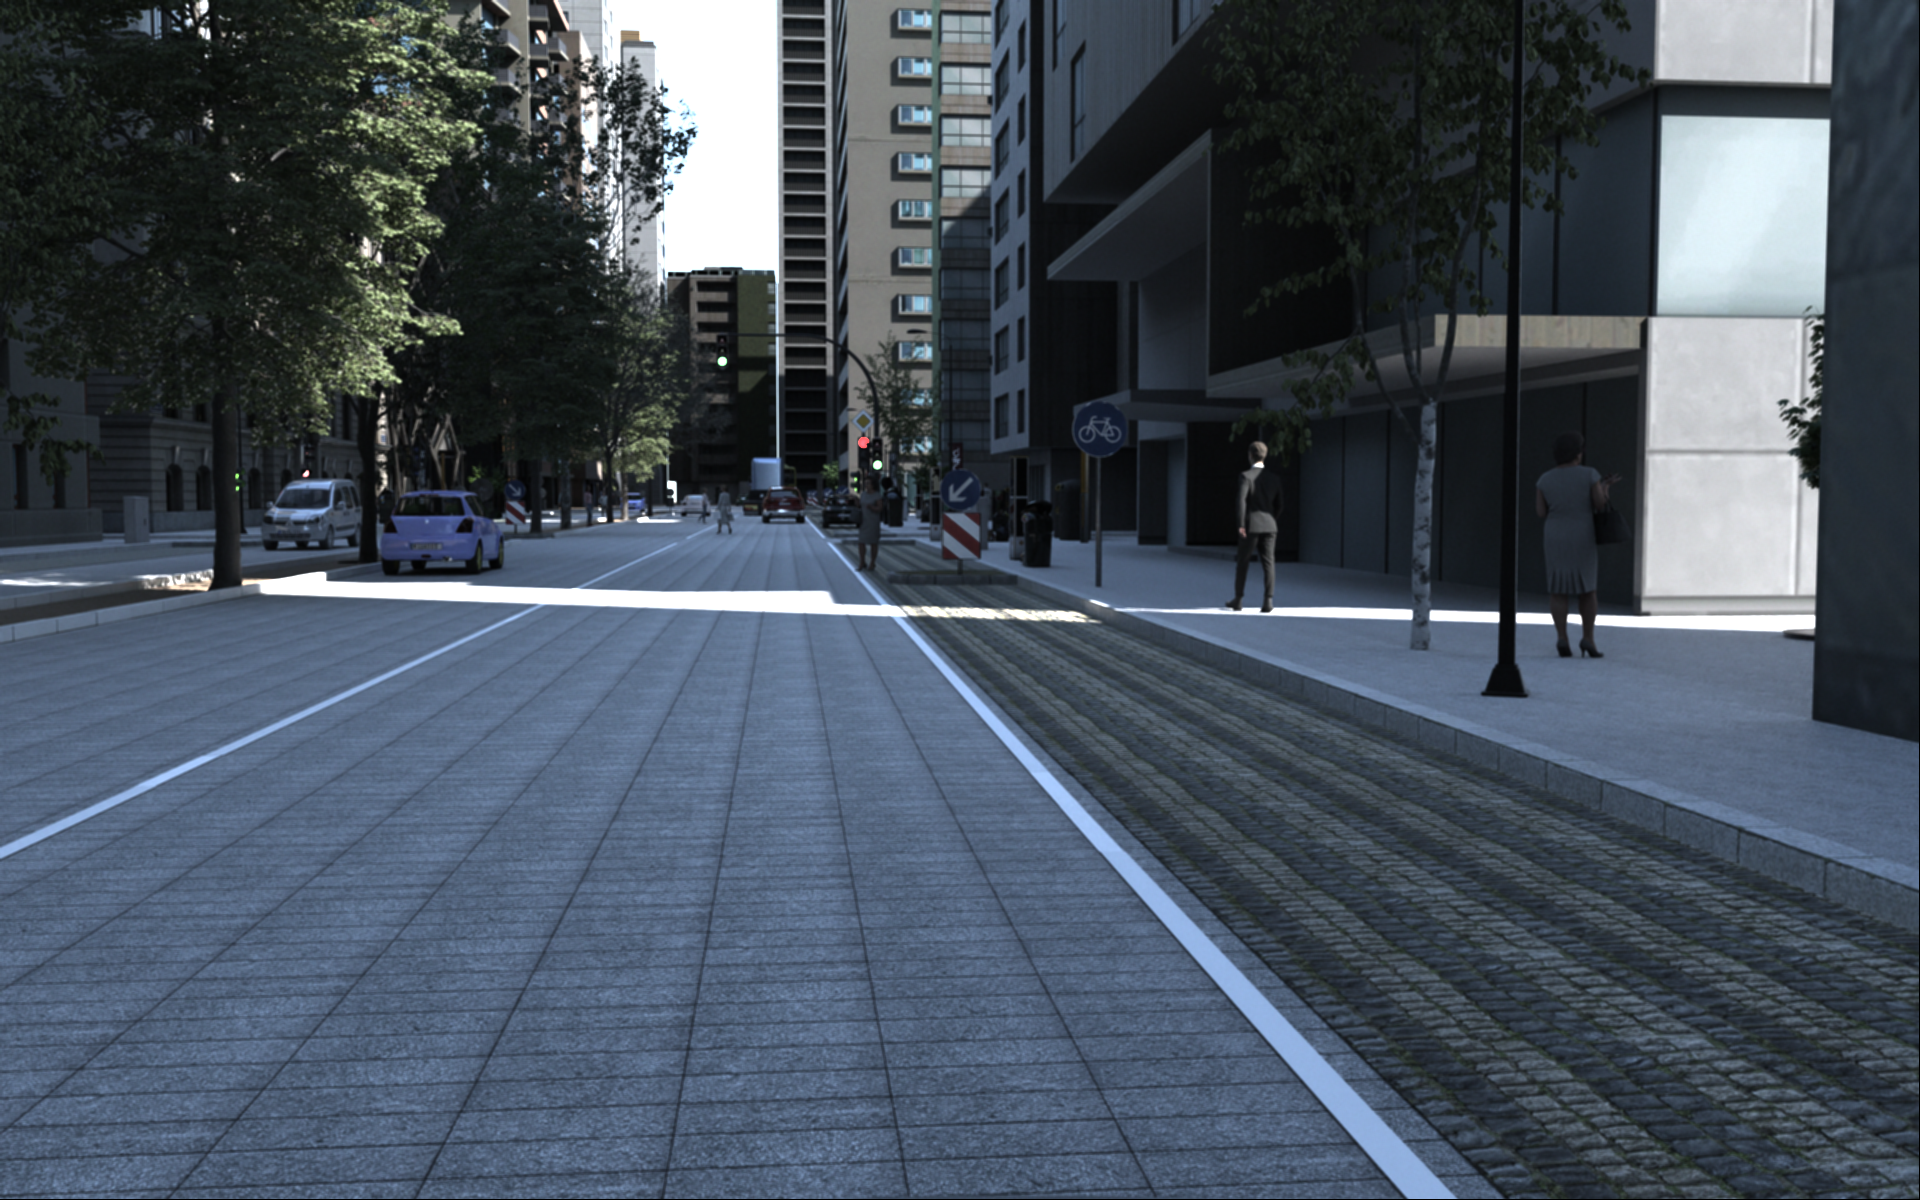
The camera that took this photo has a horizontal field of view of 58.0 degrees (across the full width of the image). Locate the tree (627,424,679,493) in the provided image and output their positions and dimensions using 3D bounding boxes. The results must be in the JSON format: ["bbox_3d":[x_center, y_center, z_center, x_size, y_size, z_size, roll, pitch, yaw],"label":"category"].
[{"bbox_3d":[-20.120,-9.736,112.010,4.360,8.622,3.978,0,3,0],"label":"tree"}]

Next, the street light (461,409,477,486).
[{"bbox_3d":[-26.246,-7.381,93.222,1.470,5.913,1.316,0,4,-6],"label":"street light"}]

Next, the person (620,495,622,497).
[{"bbox_3d":[-36.526,-11.100,188.056,1.217,1.766,0.721,3,4,38],"label":"person"}]

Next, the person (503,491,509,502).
[{"bbox_3d":[-29.925,-6.621,114.578,0.520,1.790,0.573,2,4,30],"label":"person"}]

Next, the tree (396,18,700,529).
[{"bbox_3d":[-17.227,-12.954,70.149,12.611,20.169,13.585,0,3,0],"label":"tree"}]

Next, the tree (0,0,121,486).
[{"bbox_3d":[-10.722,-3.996,18.152,4.737,8.622,4.395,0,3,0],"label":"tree"}]

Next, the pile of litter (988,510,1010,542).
[{"bbox_3d":[1.043,-2.013,46.870,1.719,0.858,1.176,0,4,1],"label":"pile of litter"}]

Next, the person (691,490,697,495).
[{"bbox_3d":[-29.166,-11.117,189.901,1.348,1.869,0.705,-1,4,-14],"label":"person"}]

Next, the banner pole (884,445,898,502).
[{"bbox_3d":[-3.563,-6.009,88.271,0.863,3.779,0.401,0,4,-3],"label":"banner pole"}]

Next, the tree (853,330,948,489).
[{"bbox_3d":[-2.705,-7.852,78.738,4.737,8.622,4.395,0,3,0],"label":"tree"}]

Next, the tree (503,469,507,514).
[{"bbox_3d":[-29.373,-7.097,110.641,1.663,3.219,1.824,0,3,0],"label":"tree"}]

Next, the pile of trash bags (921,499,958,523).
[{"bbox_3d":[-0.757,-4.259,79.380,1.912,1.369,3.447,0,4,8],"label":"pile of trash bags"}]

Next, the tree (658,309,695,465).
[{"bbox_3d":[-18.207,-10.565,93.322,7.486,12.596,7.792,0,3,0],"label":"tree"}]

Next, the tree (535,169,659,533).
[{"bbox_3d":[-14.722,-8.501,59.570,7.486,12.596,7.792,0,3,0],"label":"tree"}]

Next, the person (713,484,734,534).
[{"bbox_3d":[-8.475,-3.257,62.107,0.694,1.780,0.624,-3,5,-39],"label":"person"}]

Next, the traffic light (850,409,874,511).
[{"bbox_3d":[-3.218,-4.192,57.463,0.839,4.253,0.868,0,4,-6],"label":"traffic light"}]

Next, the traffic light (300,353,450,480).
[{"bbox_3d":[-18.914,-4.968,55.890,4.771,5.953,1.251,0,4,-6],"label":"traffic light"}]

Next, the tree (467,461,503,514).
[{"bbox_3d":[-27.811,-6.501,100.887,1.663,3.219,1.824,0,3,0],"label":"tree"}]

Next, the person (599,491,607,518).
[{"bbox_3d":[-20.510,-5.474,99.810,0.589,1.601,0.330,-1,4,-18],"label":"person"}]

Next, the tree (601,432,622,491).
[{"bbox_3d":[-36.464,-13.952,178.483,4.737,8.622,4.395,0,3,0],"label":"tree"}]

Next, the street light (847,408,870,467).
[{"bbox_3d":[-5.458,-7.437,94.141,1.470,5.913,1.316,0,4,-6],"label":"street light"}]

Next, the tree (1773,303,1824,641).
[{"bbox_3d":[7.770,-1.262,15.243,1.663,3.219,1.824,0,3,0],"label":"tree"}]

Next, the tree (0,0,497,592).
[{"bbox_3d":[-10.687,-6.383,24.939,7.486,12.596,7.792,0,3,0],"label":"tree"}]

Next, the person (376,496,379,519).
[{"bbox_3d":[-25.790,-4.011,76.287,0.373,1.253,0.362,-2,4,-28],"label":"person"}]

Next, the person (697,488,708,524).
[{"bbox_3d":[-12.411,-4.546,83.501,0.598,1.740,0.731,-1,4,-23],"label":"person"}]

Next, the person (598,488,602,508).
[{"bbox_3d":[-33.633,-9.543,162.053,0.705,1.826,1.348,0,4,-4],"label":"person"}]

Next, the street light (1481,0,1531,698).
[{"bbox_3d":[2.957,-2.343,10.857,1.470,5.913,1.316,0,4,-6],"label":"street light"}]

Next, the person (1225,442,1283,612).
[{"bbox_3d":[3.194,-0.801,18.910,0.659,1.850,0.755,-1,4,-18],"label":"person"}]

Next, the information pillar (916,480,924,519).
[{"bbox_3d":[-2.086,-5.247,90.275,0.304,2.012,0.304,2,4,25],"label":"information pillar"}]

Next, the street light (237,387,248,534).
[{"bbox_3d":[-22.518,-5.073,55.488,1.470,5.913,1.316,0,4,-6],"label":"street light"}]

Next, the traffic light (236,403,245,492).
[{"bbox_3d":[-20.177,-3.595,47.700,0.839,4.253,0.868,0,4,-6],"label":"traffic light"}]

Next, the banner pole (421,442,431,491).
[{"bbox_3d":[-25.799,-5.729,83.686,0.401,3.779,0.863,3,5,42],"label":"banner pole"}]

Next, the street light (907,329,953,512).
[{"bbox_3d":[-0.799,-4.675,48.985,1.470,5.913,1.316,0,4,-6],"label":"street light"}]

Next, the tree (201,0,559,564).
[{"bbox_3d":[-12.083,-6.548,35.272,9.928,11.665,9.643,0,3,0],"label":"tree"}]

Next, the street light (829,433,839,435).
[{"bbox_3d":[-9.301,-9.766,132.223,1.470,5.913,1.316,0,4,-6],"label":"street light"}]

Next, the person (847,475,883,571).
[{"bbox_3d":[-1.795,-1.421,32.086,0.716,1.782,0.532,2,4,31],"label":"person"}]

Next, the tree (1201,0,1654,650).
[{"bbox_3d":[3.843,-3.909,14.270,4.737,8.622,4.395,0,3,0],"label":"tree"}]

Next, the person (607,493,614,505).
[{"bbox_3d":[-36.937,-10.765,182.991,0.756,1.711,0.436,-1,4,-22],"label":"person"}]

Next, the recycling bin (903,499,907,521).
[{"bbox_3d":[-2.933,-4.332,83.382,0.722,1.027,0.722,-1,4,-10],"label":"recycling bin"}]

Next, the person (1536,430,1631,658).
[{"bbox_3d":[4.921,-0.442,13.632,0.716,1.782,0.532,3,4,36],"label":"person"}]

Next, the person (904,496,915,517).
[{"bbox_3d":[-2.950,-5.216,96.816,1.012,1.151,0.738,1,4,10],"label":"person"}]

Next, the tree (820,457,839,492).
[{"bbox_3d":[-10.026,-9.827,144.380,4.285,4.588,4.351,0,3,0],"label":"tree"}]

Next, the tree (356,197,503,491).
[{"bbox_3d":[-13.336,-5.498,42.711,4.360,8.622,3.978,0,3,0],"label":"tree"}]

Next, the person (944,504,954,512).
[{"bbox_3d":[-0.428,-4.207,75.079,0.600,1.795,0.529,-1,4,-12],"label":"person"}]

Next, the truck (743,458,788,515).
[{"bbox_3d":[-13.809,-8.145,122.925,2.967,4.110,18.799,0,4,-5],"label":"truck"}]

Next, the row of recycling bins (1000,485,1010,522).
[{"bbox_3d":[3.358,-4.414,79.275,3.534,1.692,1.069,2,4,31],"label":"row of recycling bins"}]

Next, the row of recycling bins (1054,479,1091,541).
[{"bbox_3d":[3.245,-2.590,49.464,1.069,1.692,3.534,0,4,0],"label":"row of recycling bins"}]

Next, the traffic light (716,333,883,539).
[{"bbox_3d":[-4.481,-4.557,49.167,4.771,5.953,1.251,0,4,-6],"label":"traffic light"}]

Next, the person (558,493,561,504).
[{"bbox_3d":[-22.454,-5.511,98.462,0.638,1.841,0.748,1,4,13],"label":"person"}]

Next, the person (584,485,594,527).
[{"bbox_3d":[-15.981,-4.041,74.575,0.388,1.821,0.555,1,4,9],"label":"person"}]

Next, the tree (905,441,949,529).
[{"bbox_3d":[-1.000,-4.200,63.274,1.663,3.219,1.824,0,3,0],"label":"tree"}]

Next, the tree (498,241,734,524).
[{"bbox_3d":[-16.944,-10.441,83.541,12.009,13.543,11.850,0,3,0],"label":"tree"}]

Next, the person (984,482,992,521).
[{"bbox_3d":[1.088,-4.290,76.387,0.606,1.804,0.583,-3,4,-37],"label":"person"}]
